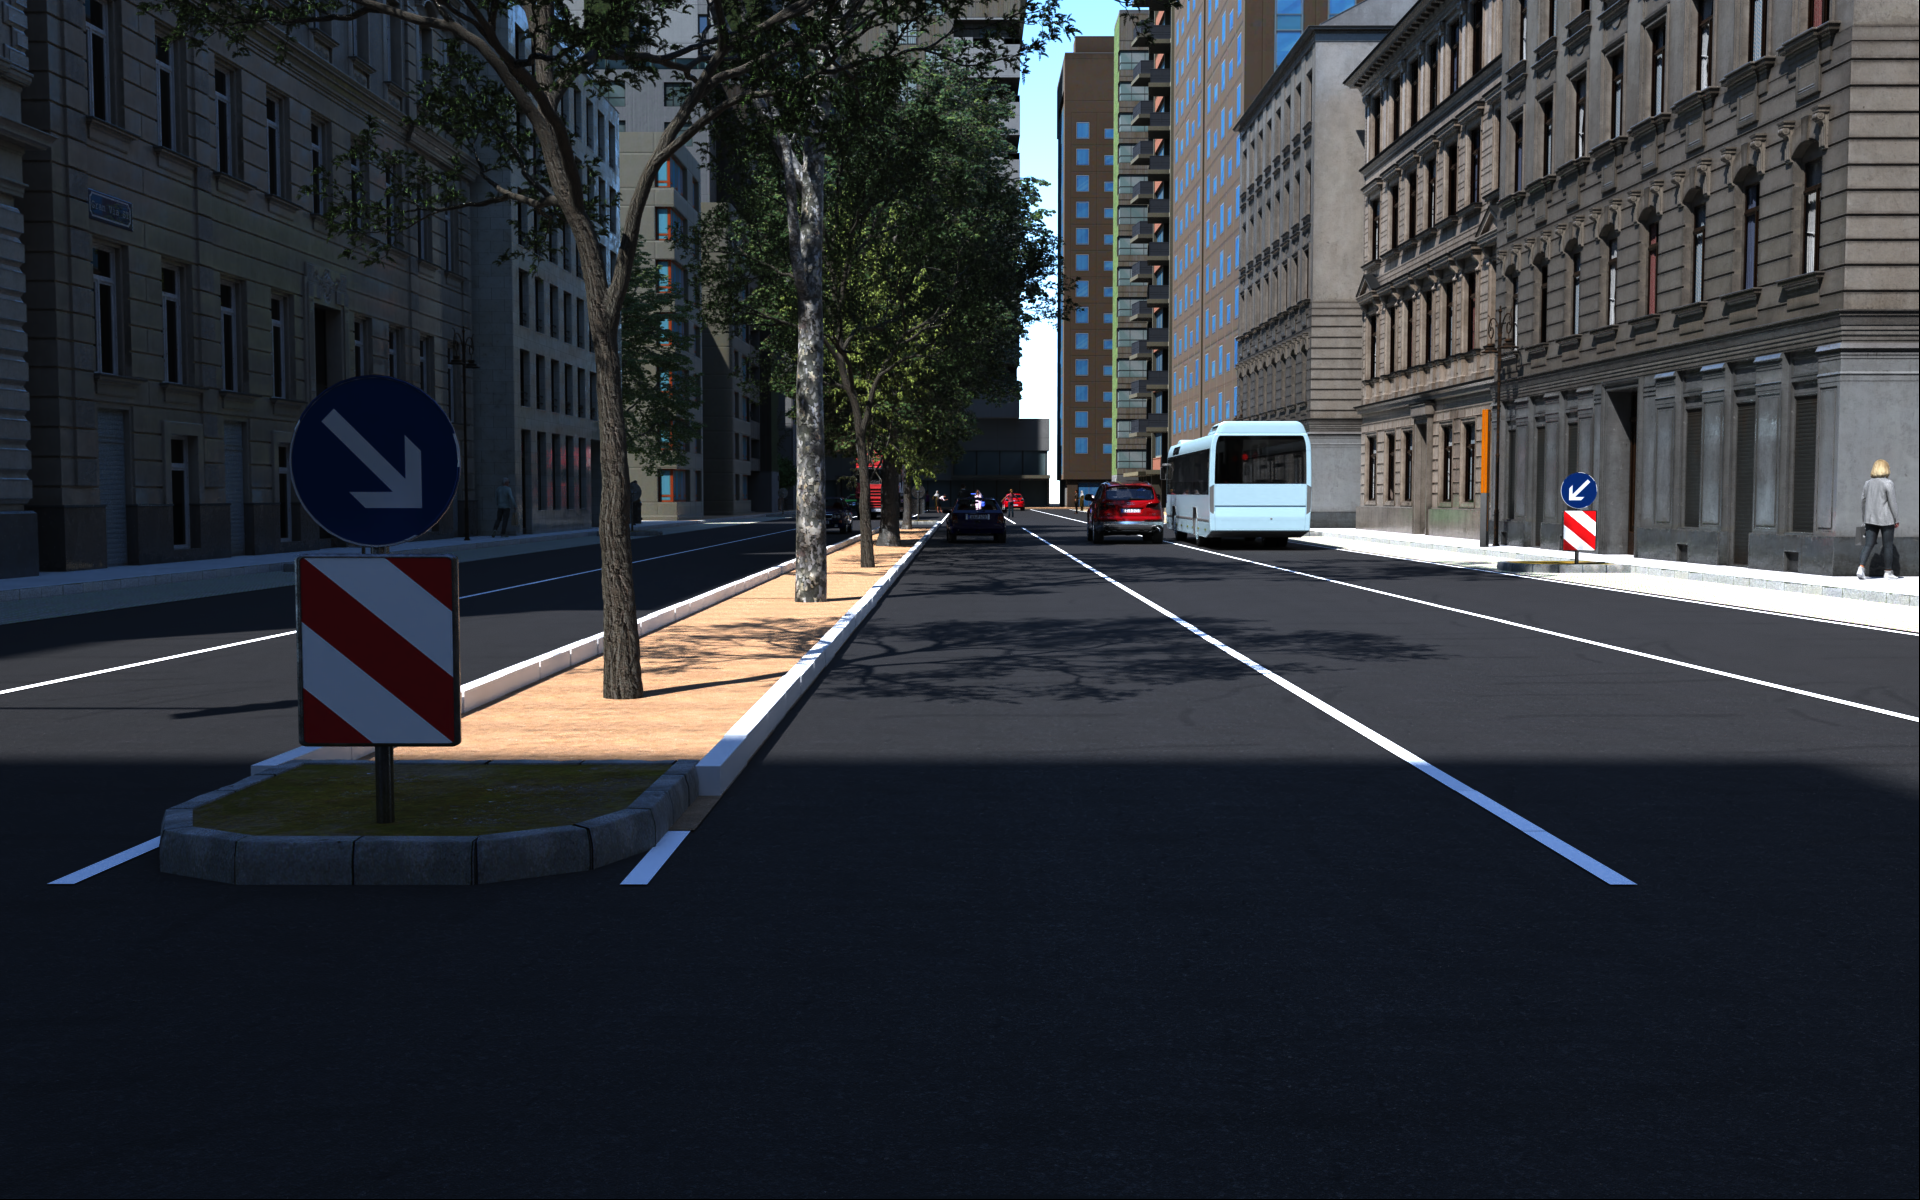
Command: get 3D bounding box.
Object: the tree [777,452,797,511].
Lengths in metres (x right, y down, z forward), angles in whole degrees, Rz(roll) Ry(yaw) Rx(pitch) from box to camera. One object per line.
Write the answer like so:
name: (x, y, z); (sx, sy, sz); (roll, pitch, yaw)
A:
tree: (-14.146, -9.303, 135.822); (4.285, 4.588, 4.351); (0, 3, 0)

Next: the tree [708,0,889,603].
tree: (-3.184, -10.081, 23.172); (12.611, 20.169, 13.585); (0, 3, 0)

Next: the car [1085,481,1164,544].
car: (4.891, -2.627, 51.621); (2.281, 1.827, 5.304); (0, 4, 1)

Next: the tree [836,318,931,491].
tree: (-2.372, -6.263, 55.227); (4.360, 8.622, 3.978); (0, 3, 0)

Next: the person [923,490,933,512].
person: (-2.610, -8.127, 142.060); (0.721, 1.739, 1.217); (3, 5, 42)

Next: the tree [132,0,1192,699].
tree: (-2.335, -4.605, 12.159); (8.767, 10.594, 7.601); (0, 4, 0)

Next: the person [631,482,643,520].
person: (-14.619, -4.371, 77.605); (0.850, 1.850, 0.679); (-2, 4, -35)

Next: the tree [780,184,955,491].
tree: (-2.152, -5.330, 39.965); (4.737, 8.622, 4.395); (0, 3, 0)

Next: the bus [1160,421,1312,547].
bus: (7.767, -3.390, 50.282); (2.948, 3.499, 13.247); (0, 4, 2)

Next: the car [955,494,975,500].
car: (0.597, -7.989, 140.399); (2.009, 1.686, 4.222); (0, 4, -1)

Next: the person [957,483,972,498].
person: (0.197, -4.032, 73.784); (0.648, 1.900, 0.474); (-2, 4, -24)

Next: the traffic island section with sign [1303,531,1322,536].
traffic island section with sign: (11.208, -3.091, 59.167); (1.989, 1.847, 2.006); (0, 4, 0)

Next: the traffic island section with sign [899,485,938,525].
traffic island section with sign: (-2.012, -4.544, 82.424); (2.006, 1.907, 1.989); (0, 4, 0)

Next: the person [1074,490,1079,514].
person: (8.427, -7.178, 126.578); (0.721, 1.735, 1.217); (0, 4, 1)

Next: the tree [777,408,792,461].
tree: (-14.633, -10.928, 129.036); (4.360, 8.622, 3.978); (0, 3, 0)

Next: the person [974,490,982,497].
person: (1.261, -6.783, 120.077); (0.551, 1.740, 0.621); (0, 4, -3)

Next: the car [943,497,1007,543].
car: (0.466, -2.418, 52.116); (1.945, 1.354, 3.894); (0, 4, -1)

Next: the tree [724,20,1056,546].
tree: (-1.966, -8.445, 47.185); (9.857, 13.997, 8.962); (0, 3, 0)

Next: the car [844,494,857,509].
car: (-8.899, -8.274, 147.077); (2.131, 1.459, 4.920); (0, 4, 2)

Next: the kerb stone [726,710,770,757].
kerb stone: (-1.192, 0.765, 9.692); (0.120, 0.150, 1.000); (0, 4, 0)

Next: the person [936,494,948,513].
person: (-1.395, -7.360, 132.019); (0.799, 1.438, 0.628); (-3, 5, -40)

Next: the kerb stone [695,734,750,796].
kerb stone: (-1.188, 0.828, 8.665); (0.120, 0.150, 1.000); (0, 4, 0)

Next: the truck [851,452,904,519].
truck: (-4.584, -6.873, 101.291); (2.839, 4.237, 11.283); (0, 4, 1)

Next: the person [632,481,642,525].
person: (-13.381, -3.988, 71.157); (0.656, 1.842, 0.836); (0, 4, -2)

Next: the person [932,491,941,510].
person: (-1.946, -8.737, 152.083); (1.217, 1.736, 0.721); (-3, 4, -36)

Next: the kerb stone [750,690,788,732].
kerb stone: (-1.191, 0.702, 10.714); (0.120, 0.150, 1.000); (0, 4, 0)

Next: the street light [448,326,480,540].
street light: (-13.667, -4.591, 47.845); (0.468, 5.910, 1.993); (0, 4, 0)

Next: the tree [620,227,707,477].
tree: (-14.874, -9.550, 74.265); (7.486, 12.596, 7.792); (0, 3, 0)

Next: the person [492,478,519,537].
person: (-13.412, -2.729, 51.140); (0.782, 1.767, 0.515); (1, 4, 21)

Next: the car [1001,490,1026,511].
car: (4.644, -8.624, 150.045); (2.155, 1.783, 4.494); (0, 4, -1)

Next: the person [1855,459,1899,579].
person: (13.723, -1.210, 26.010); (0.728, 1.800, 0.709); (-2, 4, -23)

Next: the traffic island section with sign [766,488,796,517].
traffic island section with sign: (-11.158, -6.164, 109.416); (1.989, 1.847, 2.006); (0, 4, 0)

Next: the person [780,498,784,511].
person: (-13.650, -7.502, 131.896); (0.628, 1.438, 0.799); (-1, 4, -23)

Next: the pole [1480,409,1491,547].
pole: (12.694, -2.936, 41.839); (0.158, 3.312, 0.155); (0, 3, 0)

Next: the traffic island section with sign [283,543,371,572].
traffic island section with sign: (-11.393, -1.468, 32.622); (1.989, 1.847, 2.006); (0, 4, 0)

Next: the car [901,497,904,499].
car: (-5.019, -8.536, 152.146); (1.945, 1.354, 3.894); (0, 4, -1)

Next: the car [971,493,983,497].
car: (1.417, -8.983, 156.463); (1.945, 1.707, 3.694); (0, 4, 0)

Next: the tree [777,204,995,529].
tree: (-2.621, -8.595, 61.119); (7.486, 12.596, 7.792); (0, 3, 0)

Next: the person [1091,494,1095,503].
person: (11.136, -8.156, 145.035); (0.628, 1.438, 0.799); (-3, 4, -37)

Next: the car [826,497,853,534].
car: (-4.909, -3.120, 63.598); (1.945, 1.354, 3.894); (0, 4, 1)

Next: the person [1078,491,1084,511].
person: (10.358, -8.510, 148.370); (0.721, 1.736, 1.217); (-1, 4, -17)

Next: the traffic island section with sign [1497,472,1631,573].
traffic island section with sign: (11.119, -1.441, 32.183); (1.989, 1.847, 2.006); (0, 4, 0)

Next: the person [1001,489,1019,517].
person: (3.111, -5.971, 106.838); (1.217, 1.743, 0.721); (-1, 4, -18)

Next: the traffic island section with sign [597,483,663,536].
traffic island section with sign: (-11.315, -3.116, 59.577); (1.989, 1.847, 2.006); (0, 4, 0)

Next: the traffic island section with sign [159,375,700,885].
traffic island section with sign: (-2.233, 0.052, 7.285); (2.006, 1.907, 1.989); (0, 4, 0)

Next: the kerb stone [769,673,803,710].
kerb stone: (-1.189, 0.639, 11.742); (0.120, 0.150, 1.000); (0, 4, 0)

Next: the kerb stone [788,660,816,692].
kerb stone: (-1.182, 0.581, 12.775); (0.120, 0.150, 1.000); (0, 4, 0)

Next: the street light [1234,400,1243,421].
street light: (13.267, -6.696, 82.259); (0.468, 5.910, 1.993); (0, 4, 0)

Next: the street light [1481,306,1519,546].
street light: (13.253, -4.273, 42.652); (0.468, 5.910, 1.993); (0, 4, 0)
